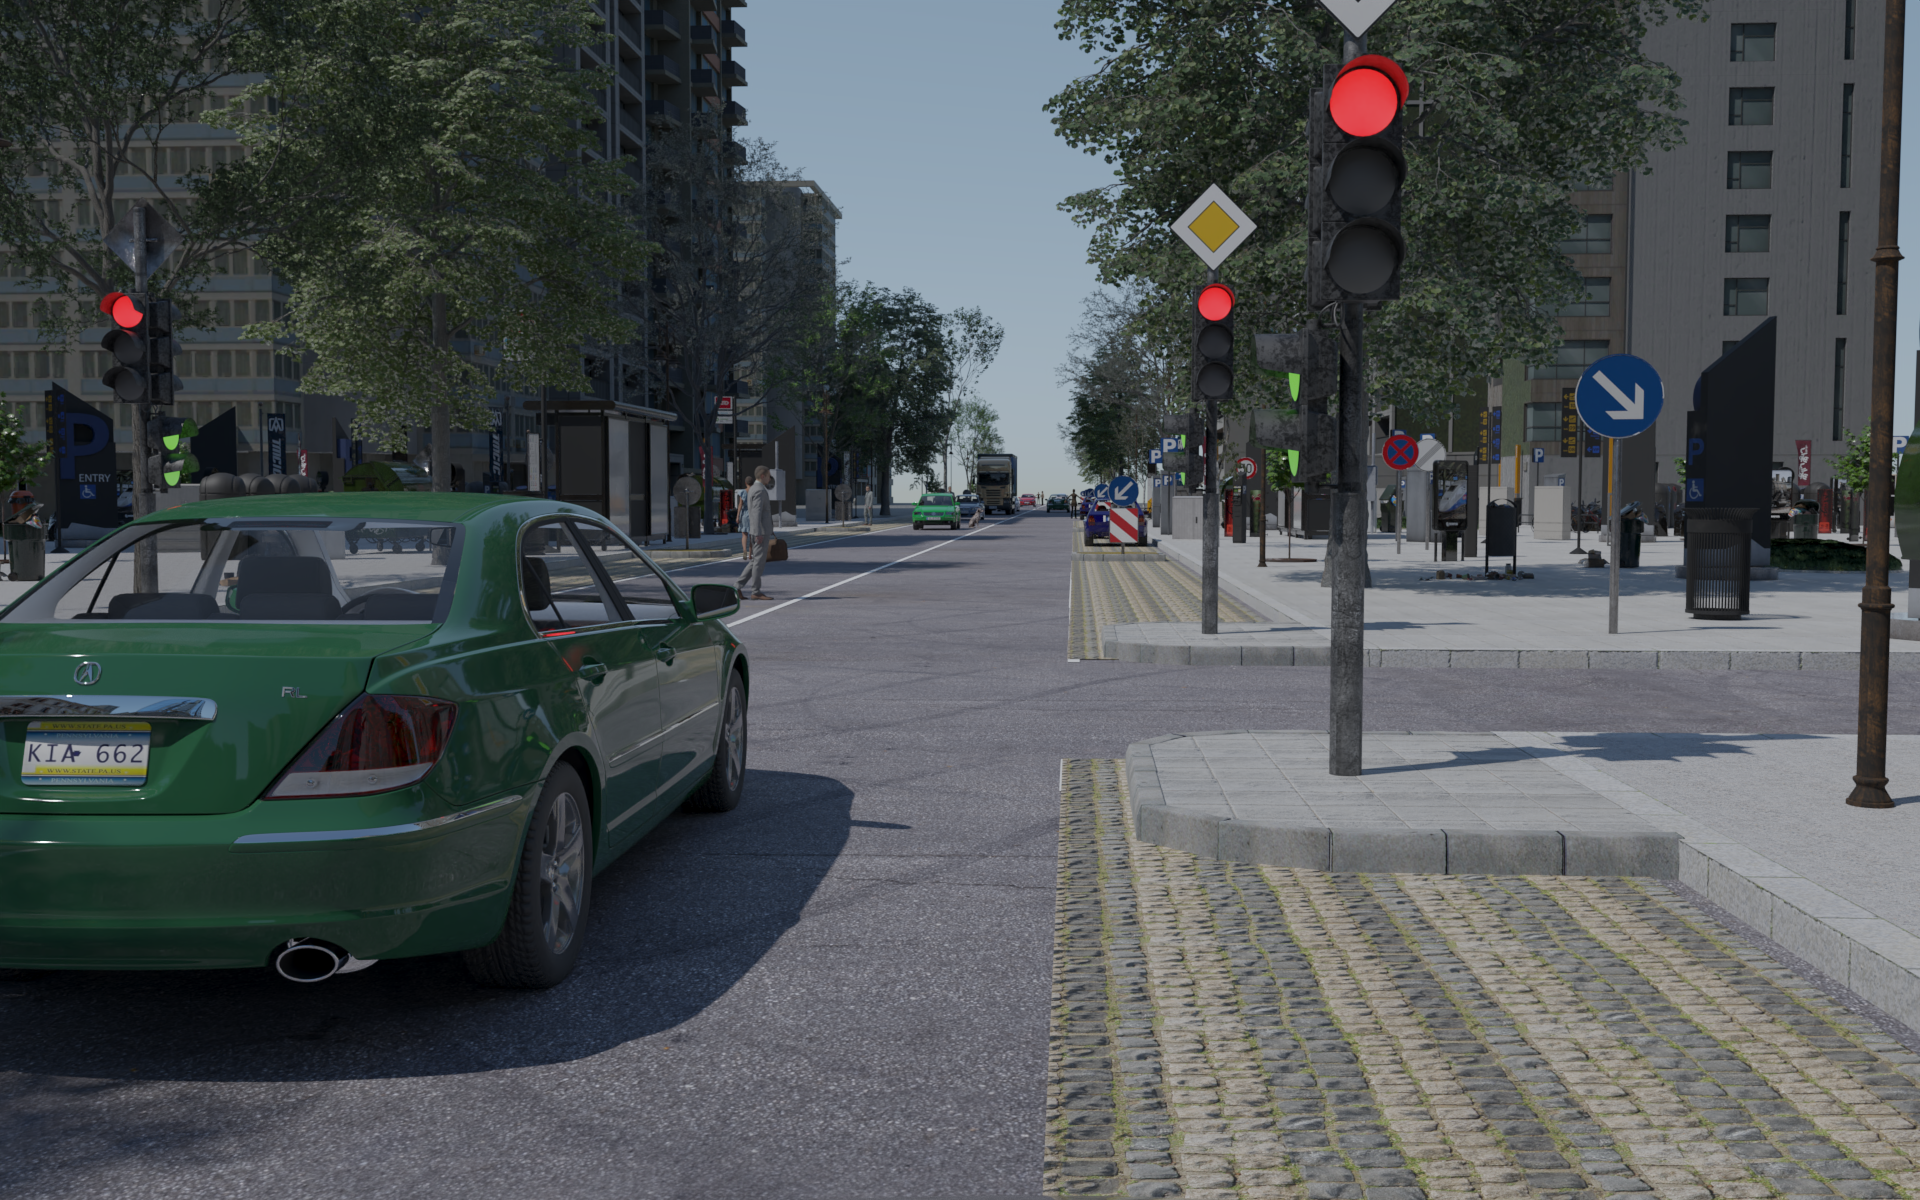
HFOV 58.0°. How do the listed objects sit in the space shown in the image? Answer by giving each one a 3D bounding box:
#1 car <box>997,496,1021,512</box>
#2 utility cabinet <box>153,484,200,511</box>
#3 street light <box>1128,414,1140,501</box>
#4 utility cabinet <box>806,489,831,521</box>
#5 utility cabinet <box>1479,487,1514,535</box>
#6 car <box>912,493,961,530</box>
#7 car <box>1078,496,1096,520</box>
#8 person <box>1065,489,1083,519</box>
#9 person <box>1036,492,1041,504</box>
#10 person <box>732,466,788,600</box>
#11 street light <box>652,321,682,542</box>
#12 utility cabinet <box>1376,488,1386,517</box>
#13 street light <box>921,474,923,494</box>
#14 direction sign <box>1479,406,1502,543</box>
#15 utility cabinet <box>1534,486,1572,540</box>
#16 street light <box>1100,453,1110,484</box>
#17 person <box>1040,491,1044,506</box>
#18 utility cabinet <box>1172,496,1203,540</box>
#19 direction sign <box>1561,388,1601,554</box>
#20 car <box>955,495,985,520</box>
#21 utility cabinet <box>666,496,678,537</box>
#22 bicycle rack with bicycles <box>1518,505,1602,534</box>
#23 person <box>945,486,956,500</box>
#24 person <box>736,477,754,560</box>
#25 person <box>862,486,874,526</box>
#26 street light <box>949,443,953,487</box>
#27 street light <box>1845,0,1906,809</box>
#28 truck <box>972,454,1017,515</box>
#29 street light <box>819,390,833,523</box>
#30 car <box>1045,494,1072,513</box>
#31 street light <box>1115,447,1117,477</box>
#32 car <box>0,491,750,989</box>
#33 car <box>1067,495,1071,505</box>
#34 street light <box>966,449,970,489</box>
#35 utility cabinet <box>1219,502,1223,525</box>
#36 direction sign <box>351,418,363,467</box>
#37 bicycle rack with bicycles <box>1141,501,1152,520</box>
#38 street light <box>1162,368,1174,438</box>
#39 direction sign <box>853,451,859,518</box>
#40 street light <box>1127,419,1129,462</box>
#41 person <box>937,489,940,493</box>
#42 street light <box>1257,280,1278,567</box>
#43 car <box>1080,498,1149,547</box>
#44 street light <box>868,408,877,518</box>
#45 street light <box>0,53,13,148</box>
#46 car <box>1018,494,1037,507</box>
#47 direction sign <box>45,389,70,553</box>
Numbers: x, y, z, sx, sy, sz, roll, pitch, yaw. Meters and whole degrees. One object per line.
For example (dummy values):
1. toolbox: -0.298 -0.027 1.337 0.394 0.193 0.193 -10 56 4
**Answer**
1. car: 4.010 -7.985 142.919 2.083 1.381 4.827 0 4 2
2. utility cabinet: -17.081 -1.792 37.984 1.173 1.500 0.318 -2 4 -28
3. street light: 9.192 -7.187 90.295 0.468 5.910 1.993 0 4 4
4. utility cabinet: -6.647 -4.444 81.341 1.173 1.500 0.318 0 4 6
5. utility cabinet: 16.416 -2.710 52.984 0.318 1.500 1.173 -2 4 -26
6. car: -0.934 -3.762 70.297 1.959 1.807 4.718 0 4 3
7. car: 7.553 -5.156 96.882 1.945 1.354 3.894 0 4 4
8. person: 6.651 -5.595 100.692 1.217 1.735 0.721 1 4 23
9. person: 11.152 -14.487 246.178 1.217 1.723 0.721 0 4 7
10. person: -2.694 -0.903 23.385 0.853 1.813 0.709 -1 4 -18
11. street light: -7.819 -4.501 46.385 0.468 5.910 1.993 0 4 4
12. utility cabinet: 16.645 -3.612 67.742 1.173 1.500 0.318 0 4 2
13. street light: -2.703 -9.215 123.456 0.468 5.910 1.993 0 4 4
14. direction sign: 13.741 -3.239 44.959 0.379 3.537 0.876 -1 4 -19
15. utility cabinet: 16.586 -2.433 48.460 0.318 1.500 1.173 -1 4 -21
16. street light: 15.926 -13.287 190.036 0.468 5.910 1.993 0 4 4
17. person: 10.080 -12.480 212.560 0.705 1.823 1.348 -1 4 -19
18. utility cabinet: 6.534 -2.315 49.009 1.020 1.237 0.306 1 4 21
19. direction sign: 13.235 -2.749 36.950 0.876 3.537 0.379 0 4 -6
20. car: 0.395 -5.142 96.075 2.014 1.417 4.499 0 4 5
21. utility cabinet: -8.975 -2.517 52.318 0.306 1.237 1.020 2 4 35
22. bicycle rack with bicycles: 19.710 -2.671 57.058 2.852 0.926 2.925 -1 4 -18
23. person: -0.509 -4.614 84.038 0.694 1.812 0.767 -1 4 -20
24. person: -4.535 -1.770 37.530 0.616 1.811 0.778 0 4 -2
25. person: -4.123 -4.256 78.187 0.391 1.810 0.635 -3 5 -41
26. street light: -0.781 -11.024 153.029 0.468 5.910 1.993 0 4 4
27. street light: 3.754 -2.090 6.966 0.468 5.910 1.993 0 4 4
28. truck: 2.593 -8.140 121.995 2.839 4.237 11.283 0 4 4
29. street light: -5.851 -6.316 76.046 0.468 5.910 1.993 0 4 4
30. car: 7.639 -7.501 134.446 2.131 1.459 4.920 0 4 3
31. street light: 12.413 -10.046 137.037 0.468 5.910 1.993 0 4 4
32. car: -1.985 0.325 6.483 2.131 1.459 4.920 0 4 3
33. car: 13.108 -12.690 219.845 2.083 1.381 4.827 0 4 5
34. street light: 0.771 -12.439 176.169 0.468 5.910 1.993 0 4 4
35. utility cabinet: 10.800 -3.752 70.024 1.173 1.500 0.318 3 4 37
36. direction sign: -17.961 -3.647 51.631 0.379 3.537 0.876 -3 4 -37
37. bicycle rack with bicycles: 9.970 -4.320 84.014 2.925 0.926 2.852 -1 4 -22
38. street light: 7.215 -5.327 59.882 0.468 5.910 1.993 0 4 4
39. direction sign: -5.479 -6.063 91.125 0.379 3.537 0.876 1 4 14
40. street light: 10.386 -8.196 106.793 0.468 5.910 1.993 0 4 4
41. person: -1.363 -5.963 106.544 0.990 1.755 0.434 -3 5 -43
42. street light: 5.323 -3.518 30.307 0.468 5.910 1.993 0 4 4
43. car: 4.316 -2.184 48.293 1.945 1.354 3.894 0 4 4
44. street light: -4.763 -7.365 93.208 0.468 5.910 1.993 0 4 4
45. street light: -9.836 -2.693 16.819 0.468 5.910 1.993 0 4 4
46. car: 7.610 -11.322 194.158 2.155 1.783 4.494 0 4 5
47. direction sign: -19.629 -2.793 37.665 0.876 3.537 0.379 3 4 37
